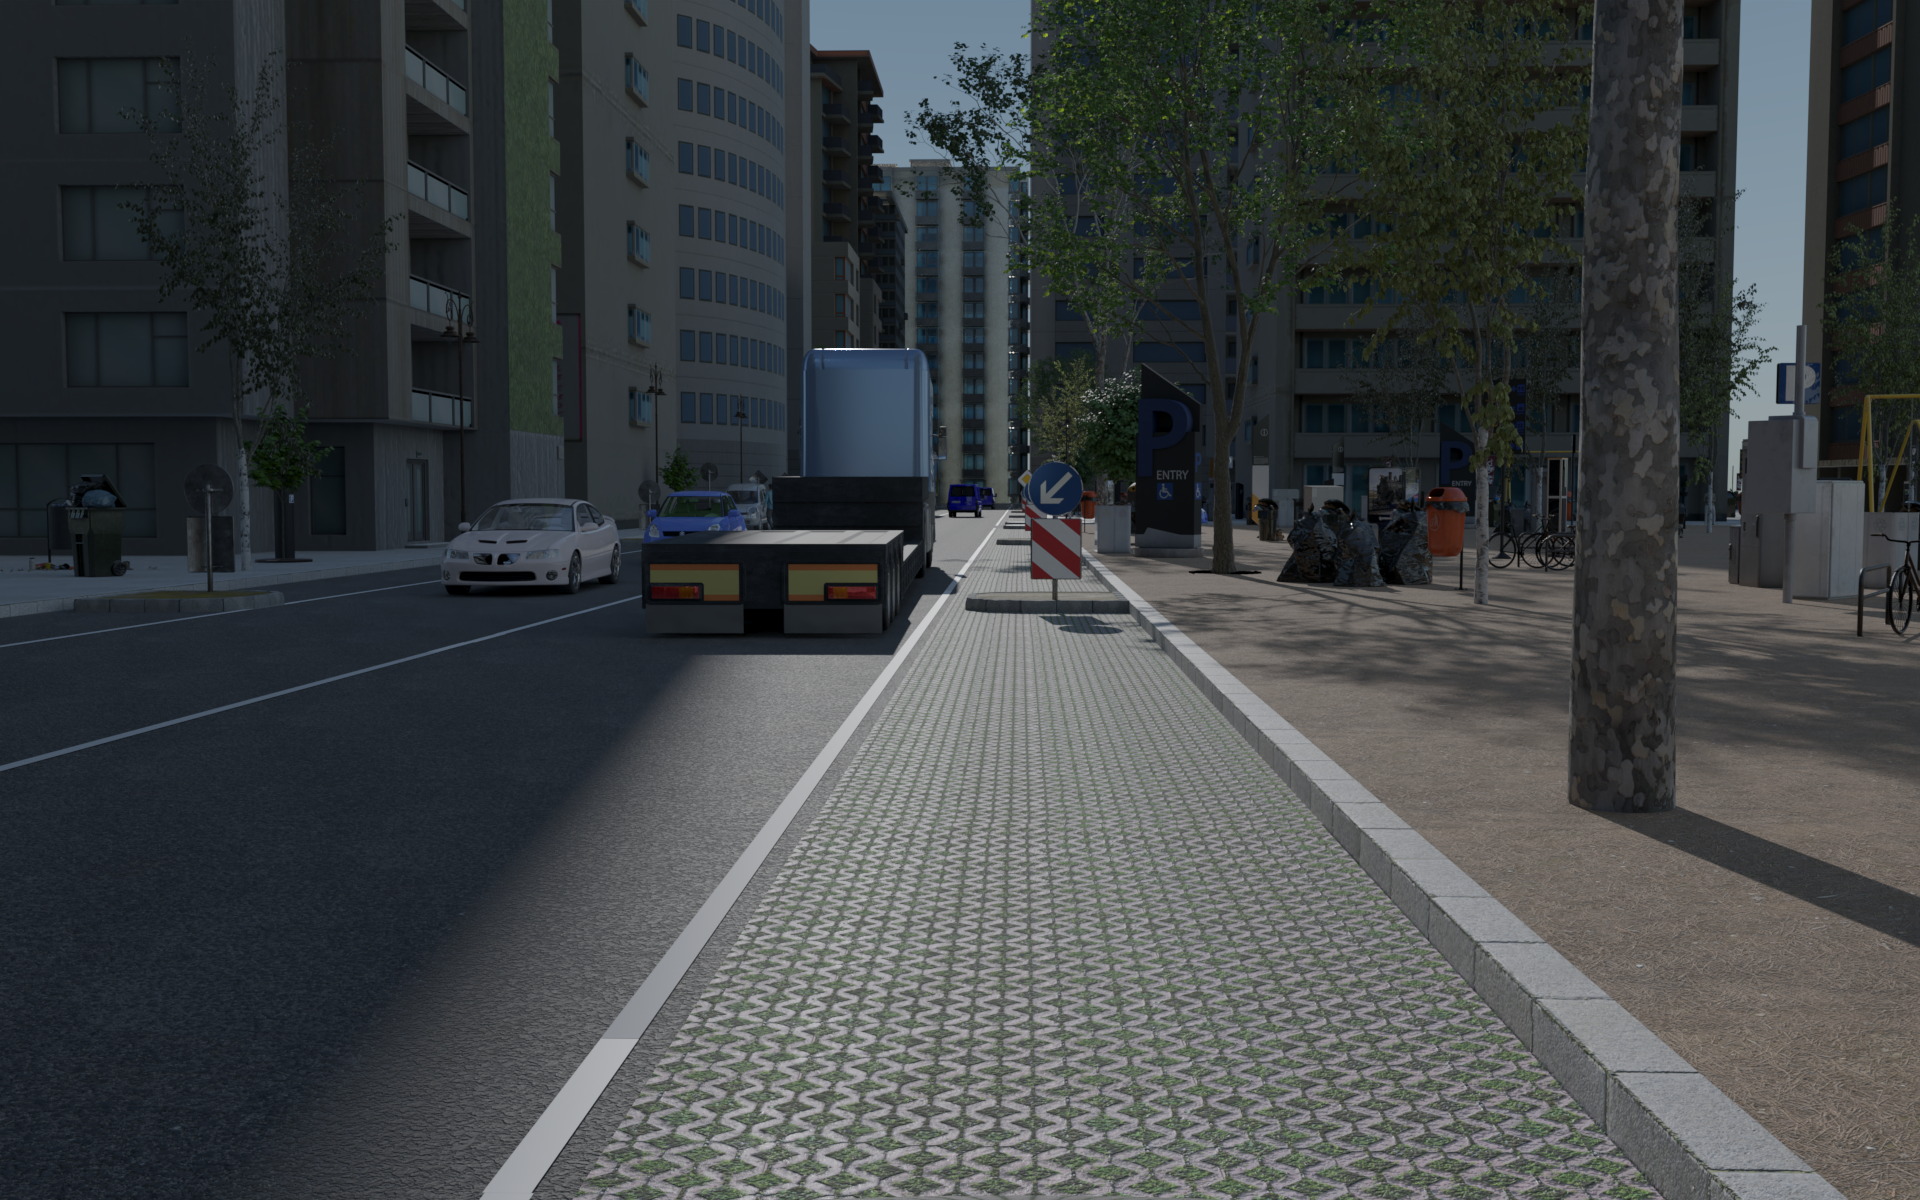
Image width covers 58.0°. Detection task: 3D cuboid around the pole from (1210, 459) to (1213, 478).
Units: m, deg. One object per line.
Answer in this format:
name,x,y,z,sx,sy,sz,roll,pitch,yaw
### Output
pole,15.574,-6.927,107.097,0.158,3.312,0.155,0,3,0

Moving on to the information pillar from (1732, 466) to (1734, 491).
information pillar,63.766,-9.273,142.972,0.183,3.616,0.504,1,4,22

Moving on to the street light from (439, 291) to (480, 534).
street light,-11.395,-4.087,39.610,0.468,5.910,1.993,0,4,2

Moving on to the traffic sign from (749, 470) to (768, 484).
traffic sign,-8.326,-4.156,71.600,0.795,2.450,0.064,0,4,2

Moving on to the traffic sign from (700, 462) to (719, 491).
traffic sign,-10.104,-4.261,69.771,0.768,2.556,0.104,0,4,8

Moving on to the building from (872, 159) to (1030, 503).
building,-4.278,-38.570,250.220,30.456,49.044,23.786,0,4,2

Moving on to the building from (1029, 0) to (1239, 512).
building,16.083,-36.430,137.624,21.231,58.520,28.212,0,4,2

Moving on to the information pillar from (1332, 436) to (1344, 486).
information pillar,15.163,-4.776,69.436,0.504,3.616,0.183,0,4,-6

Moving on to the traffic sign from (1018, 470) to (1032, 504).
traffic sign,2.761,-4.132,71.199,0.795,2.450,0.064,0,4,2

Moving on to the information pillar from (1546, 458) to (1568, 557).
information pillar,12.164,-1.885,35.304,0.304,2.012,0.304,3,5,42

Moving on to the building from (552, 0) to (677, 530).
building,-22.667,-26.723,60.622,21.600,48.544,21.300,0,4,2

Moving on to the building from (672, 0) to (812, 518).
building,-20.209,-33.704,93.055,21.231,58.520,28.212,0,4,2

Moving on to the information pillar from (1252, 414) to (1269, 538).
information pillar,8.741,-3.605,50.300,0.504,3.616,0.183,0,4,-3

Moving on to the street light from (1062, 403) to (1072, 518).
street light,5.392,-7.020,87.572,0.468,5.910,1.993,0,4,2

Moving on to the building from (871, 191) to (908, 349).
building,-18.719,-31.912,213.638,23.993,40.220,32.217,0,4,2

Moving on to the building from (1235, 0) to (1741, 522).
building,25.657,-28.539,90.321,21.600,48.544,21.300,0,4,2

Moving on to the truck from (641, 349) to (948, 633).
truck,-1.831,-2.239,26.370,2.967,4.110,18.799,0,4,1

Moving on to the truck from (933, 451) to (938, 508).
truck,-3.018,-7.508,111.666,2.839,4.237,11.283,0,4,3

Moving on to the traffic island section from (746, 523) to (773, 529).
traffic island section,-8.349,-3.020,71.663,2.009,0.180,2.903,0,4,2

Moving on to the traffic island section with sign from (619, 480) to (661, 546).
traffic island section with sign,-8.808,-2.460,48.855,1.989,1.847,2.006,0,4,2

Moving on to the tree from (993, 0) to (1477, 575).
tree,4.342,-6.236,27.710,9.928,11.665,9.643,0,3,0

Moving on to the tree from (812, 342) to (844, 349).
tree,-9.197,-11.483,113.497,9.928,11.665,9.643,0,3,0

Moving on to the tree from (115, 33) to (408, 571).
tree,-11.676,-4.787,28.633,4.360,8.622,3.978,0,3,0

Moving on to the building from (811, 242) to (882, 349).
building,-20.979,-17.662,133.808,27.650,21.520,28.899,0,4,2

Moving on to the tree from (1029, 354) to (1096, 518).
tree,5.763,-8.628,91.432,4.360,8.622,3.978,0,3,0

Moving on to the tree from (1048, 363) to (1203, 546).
tree,4.403,-3.659,43.537,4.285,4.588,4.351,0,3,0

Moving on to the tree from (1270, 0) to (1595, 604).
tree,5.857,-4.255,19.935,4.737,8.622,4.395,0,3,0

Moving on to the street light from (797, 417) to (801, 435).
street light,-9.279,-7.878,101.586,0.468,5.910,1.993,0,4,2

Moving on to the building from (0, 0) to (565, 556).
building,-18.320,-21.844,40.737,14.154,41.232,14.086,0,4,2

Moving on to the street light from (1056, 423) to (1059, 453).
street light,6.166,-8.396,110.055,0.468,5.910,1.993,0,4,2

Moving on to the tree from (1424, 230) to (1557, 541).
tree,15.598,-5.922,47.190,4.360,8.622,3.978,0,3,0

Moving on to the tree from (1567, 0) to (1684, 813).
tree,4.128,-9.184,6.052,12.611,20.169,13.585,0,3,0

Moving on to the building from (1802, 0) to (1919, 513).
building,58.859,-26.565,88.958,28.867,44.769,22.147,0,4,2

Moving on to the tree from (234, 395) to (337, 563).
tree,-12.869,-2.331,32.710,1.663,3.219,1.824,0,3,0

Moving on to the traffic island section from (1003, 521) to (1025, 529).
traffic island section,3.061,-3.485,79.256,2.009,0.180,2.903,0,4,2

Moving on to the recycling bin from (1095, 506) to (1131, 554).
recycling bin,3.319,-1.538,37.692,0.722,1.027,0.722,0,4,-1

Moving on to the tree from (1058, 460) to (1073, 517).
tree,6.074,-6.354,98.497,1.663,3.219,1.824,0,3,0

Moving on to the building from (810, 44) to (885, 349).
building,-18.981,-31.480,169.319,22.147,44.769,28.867,0,4,2

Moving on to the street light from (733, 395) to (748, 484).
street light,-10.077,-6.546,79.821,0.468,5.910,1.993,0,4,2

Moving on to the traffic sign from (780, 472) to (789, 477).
traffic sign,-8.050,-4.645,79.581,0.795,2.450,0.064,0,4,2

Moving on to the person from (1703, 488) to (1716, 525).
person,32.347,-4.015,74.698,0.519,1.759,0.362,1,4,10

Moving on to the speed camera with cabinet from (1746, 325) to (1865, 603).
speed camera with cabinet,10.252,-1.629,20.965,2.038,3.252,0.660,-3,5,-41

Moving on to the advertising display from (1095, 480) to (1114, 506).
advertising display,6.634,-4.535,79.369,0.974,1.923,0.123,-2,4,-29

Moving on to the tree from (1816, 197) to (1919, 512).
tree,23.692,-5.721,43.906,4.737,8.622,4.395,0,3,0

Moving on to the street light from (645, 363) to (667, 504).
street light,-10.694,-5.400,61.079,0.468,5.910,1.993,0,4,2

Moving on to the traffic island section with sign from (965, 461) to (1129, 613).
traffic island section with sign,1.074,-0.797,21.667,1.989,1.847,2.006,0,4,2

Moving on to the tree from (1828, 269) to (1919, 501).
tree,30.594,-6.455,55.899,4.360,8.622,3.978,0,3,0

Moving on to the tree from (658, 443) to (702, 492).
tree,-10.614,-4.367,65.999,1.663,3.219,1.824,0,3,0

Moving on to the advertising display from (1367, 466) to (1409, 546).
advertising display,9.989,-2.163,40.580,0.123,1.923,0.974,-3,5,-43

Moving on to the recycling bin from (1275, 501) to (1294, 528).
recycling bin,12.521,-3.314,66.746,0.722,1.027,0.722,0,4,-5

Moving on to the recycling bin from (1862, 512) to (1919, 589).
recycling bin,12.615,-0.685,23.751,0.722,1.027,0.722,-3,4,-37

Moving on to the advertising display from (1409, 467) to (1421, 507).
advertising display,10.480,-2.208,41.314,0.974,1.923,0.123,0,4,-2

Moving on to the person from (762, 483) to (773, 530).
person,-6.915,-3.375,63.707,0.660,1.820,0.620,-3,5,-44

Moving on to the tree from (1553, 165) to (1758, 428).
tree,16.090,-5.471,39.810,4.360,8.622,3.978,0,3,0

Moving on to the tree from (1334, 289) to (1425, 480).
tree,14.685,-6.501,56.648,4.360,8.622,3.978,0,3,0

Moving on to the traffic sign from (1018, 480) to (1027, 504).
traffic sign,3.037,-4.620,79.179,0.795,2.450,0.064,0,4,2
